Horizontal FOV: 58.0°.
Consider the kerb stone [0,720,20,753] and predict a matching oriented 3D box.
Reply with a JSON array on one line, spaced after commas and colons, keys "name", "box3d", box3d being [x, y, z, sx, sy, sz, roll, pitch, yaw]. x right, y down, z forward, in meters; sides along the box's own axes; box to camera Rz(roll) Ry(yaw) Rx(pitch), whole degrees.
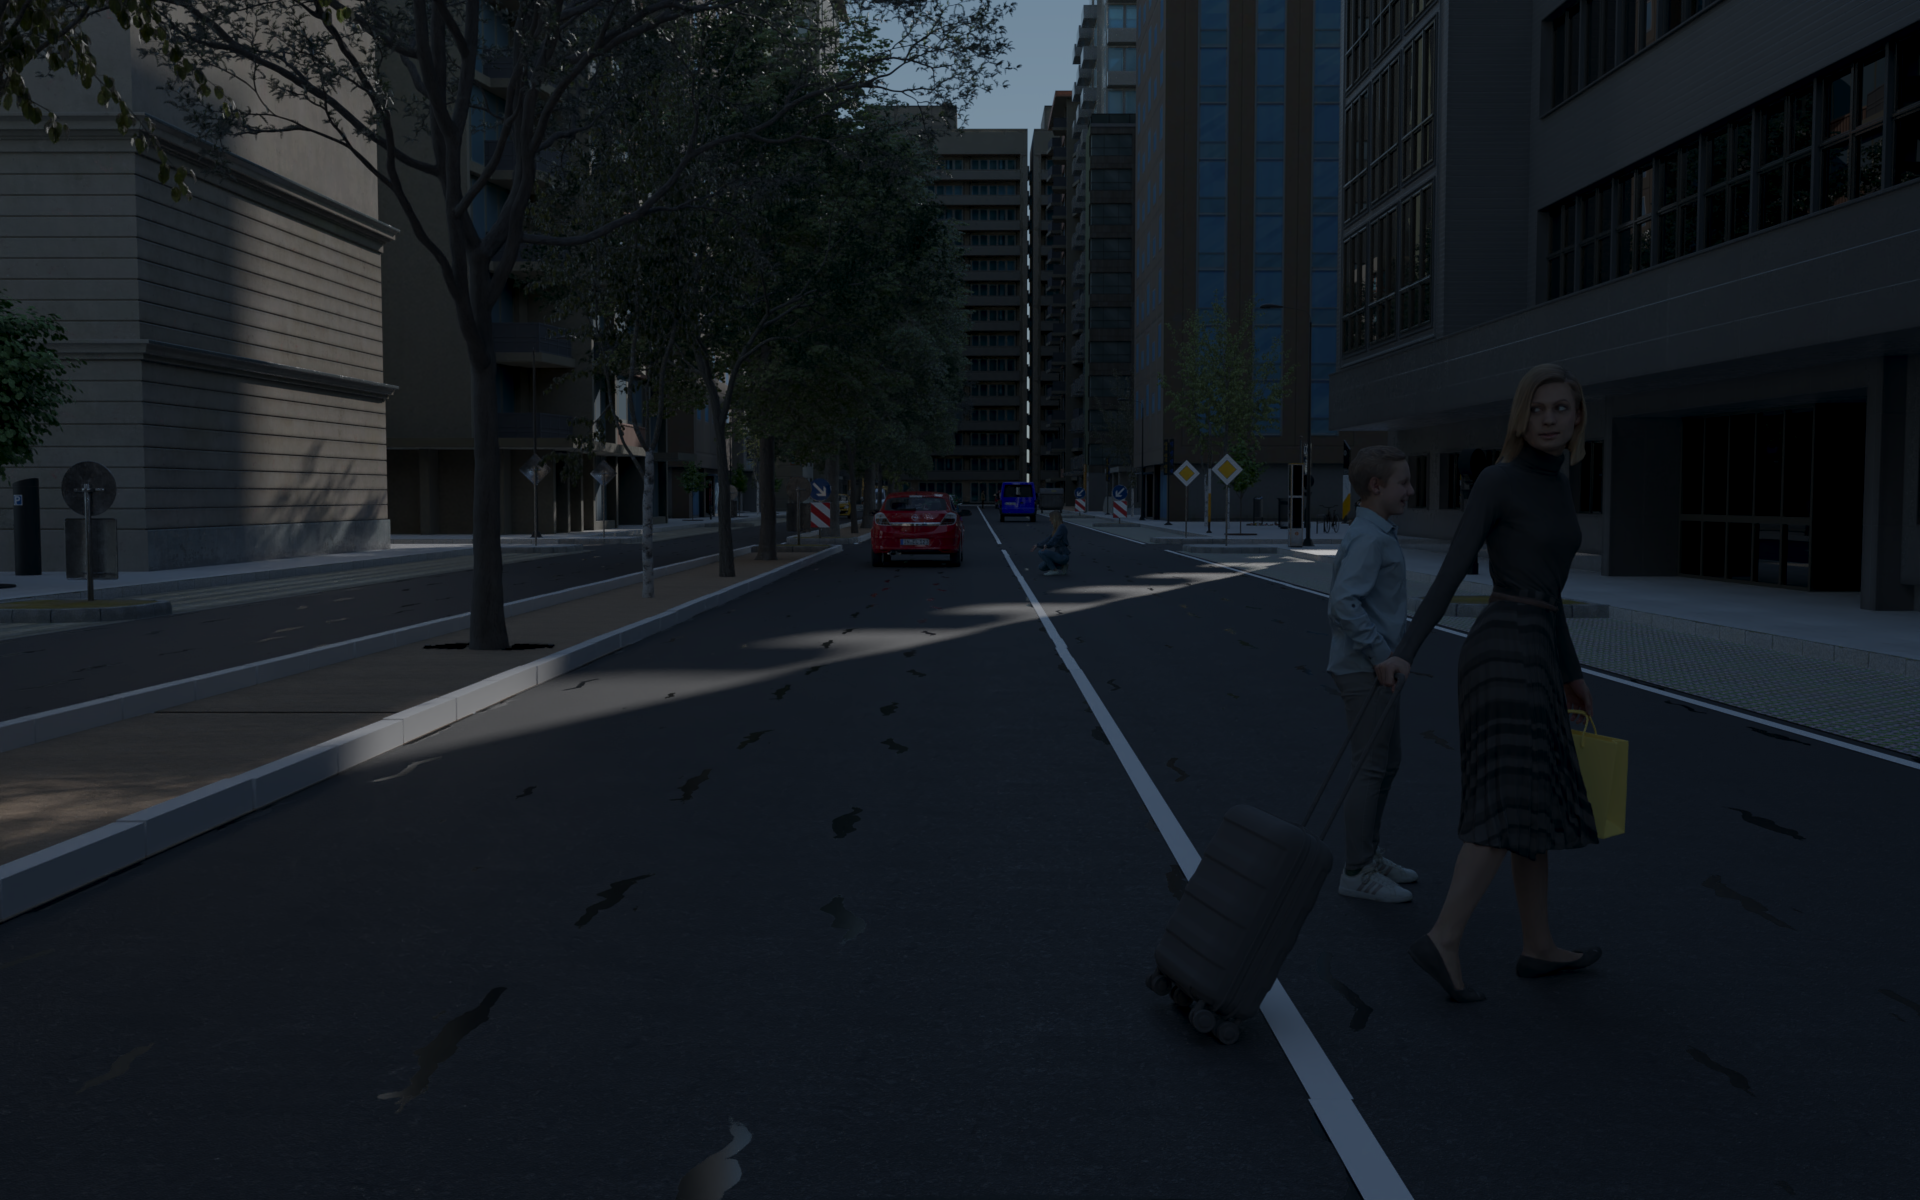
[{"name": "kerb stone", "box3d": [-5.337, 0.784, 9.371, 0.120, 0.150, 1.000, 0, 4, 0]}]

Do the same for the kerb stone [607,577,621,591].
[{"name": "kerb stone", "box3d": [-5.242, -0.213, 25.769, 0.120, 0.150, 1.000, 0, 4, 0]}]

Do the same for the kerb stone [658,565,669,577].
[{"name": "kerb stone", "box3d": [-5.219, -0.470, 29.888, 0.120, 0.150, 1.000, 0, 4, 0]}]

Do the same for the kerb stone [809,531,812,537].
[{"name": "kerb stone", "box3d": [-5.061, -2.124, 57.059, 0.120, 0.150, 1.000, 0, 4, 0]}]

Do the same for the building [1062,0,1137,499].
[{"name": "building", "box3d": [21.673, -32.858, 156.834, 23.786, 49.044, 30.456, 0, 4, 0]}]

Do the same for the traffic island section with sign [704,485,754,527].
[{"name": "traffic island section with sign", "box3d": [-10.019, -4.092, 75.530, 1.989, 1.847, 2.006, 0, 4, 0]}]

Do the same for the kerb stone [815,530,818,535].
[{"name": "kerb stone", "box3d": [-5.047, -2.258, 59.115, 0.120, 0.150, 1.000, 0, 4, 0]}]

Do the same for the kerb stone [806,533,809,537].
[{"name": "kerb stone", "box3d": [-5.063, -2.070, 56.037, 0.120, 0.150, 1.000, 0, 4, 0]}]

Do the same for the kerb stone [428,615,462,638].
[{"name": "kerb stone", "box3d": [-5.288, 0.283, 17.573, 0.120, 0.150, 1.000, 0, 4, 0]}]

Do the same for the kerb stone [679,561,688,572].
[{"name": "kerb stone", "box3d": [-5.207, -0.596, 31.944, 0.120, 0.150, 1.000, 0, 4, 0]}]

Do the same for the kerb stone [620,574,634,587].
[{"name": "kerb stone", "box3d": [-5.240, -0.279, 26.805, 0.120, 0.150, 1.000, 0, 4, 0]}]

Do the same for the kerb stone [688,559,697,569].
[{"name": "kerb stone", "box3d": [-5.197, -0.656, 32.970, 0.120, 0.150, 1.000, 0, 4, 0]}]

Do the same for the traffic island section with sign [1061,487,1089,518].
[{"name": "traffic island section with sign", "box3d": [6.958, -5.749, 102.618, 1.989, 1.847, 2.006, 0, 4, 0]}]

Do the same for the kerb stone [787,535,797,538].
[{"name": "kerb stone", "box3d": [-5.083, -1.819, 51.943, 0.120, 0.150, 1.000, 0, 4, 0]}]

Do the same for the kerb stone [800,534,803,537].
[{"name": "kerb stone", "box3d": [-5.073, -1.944, 53.988, 0.120, 0.150, 1.000, 0, 4, 0]}]

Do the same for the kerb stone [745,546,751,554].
[{"name": "kerb stone", "box3d": [-5.158, -1.158, 41.166, 0.120, 0.150, 1.000, 0, 4, 0]}]

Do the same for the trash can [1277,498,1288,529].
[{"name": "trash can", "box3d": [11.989, -3.176, 63.586, 0.748, 1.137, 0.748, 0, 3, 0]}]

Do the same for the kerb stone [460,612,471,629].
[{"name": "kerb stone", "box3d": [-5.285, 0.224, 18.596, 0.120, 0.150, 1.000, 0, 4, 0]}]

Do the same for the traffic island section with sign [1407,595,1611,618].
[{"name": "traffic island section with sign", "box3d": [6.488, -0.746, 20.832, 1.989, 1.847, 2.006, 0, 4, 0]}]

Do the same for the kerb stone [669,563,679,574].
[{"name": "kerb stone", "box3d": [-5.206, -0.533, 30.915, 0.120, 0.150, 1.000, 0, 4, 0]}]

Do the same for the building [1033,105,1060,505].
[{"name": "building", "box3d": [19.425, -36.434, 219.399, 21.600, 48.544, 21.300, 0, 4, 0]}]

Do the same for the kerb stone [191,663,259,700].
[{"name": "kerb stone", "box3d": [-5.324, 0.598, 12.445, 0.120, 0.150, 1.000, 0, 4, 0]}]

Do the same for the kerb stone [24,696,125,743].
[{"name": "kerb stone", "box3d": [-5.334, 0.722, 10.393, 0.120, 0.150, 1.000, 0, 4, 0]}]

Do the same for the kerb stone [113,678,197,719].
[{"name": "kerb stone", "box3d": [-5.330, 0.659, 11.418, 0.120, 0.150, 1.000, 0, 4, 0]}]

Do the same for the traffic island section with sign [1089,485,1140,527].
[{"name": "traffic island section with sign", "box3d": [6.813, -4.100, 75.663, 1.989, 1.847, 2.006, 0, 4, 0]}]

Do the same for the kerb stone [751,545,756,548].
[{"name": "kerb stone", "box3d": [-5.150, -1.222, 42.193, 0.120, 0.150, 1.000, 0, 4, 0]}]

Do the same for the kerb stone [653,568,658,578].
[{"name": "kerb stone", "box3d": [-5.224, -0.405, 28.859, 0.120, 0.150, 1.000, 0, 4, 0]}]

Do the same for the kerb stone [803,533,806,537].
[{"name": "kerb stone", "box3d": [-5.072, -2.007, 55.010, 0.120, 0.150, 1.000, 0, 4, 0]}]

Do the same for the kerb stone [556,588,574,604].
[{"name": "kerb stone", "box3d": [-5.263, -0.026, 22.692, 0.120, 0.150, 1.000, 0, 4, 0]}]

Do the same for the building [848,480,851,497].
[{"name": "building", "box3d": [-25.272, -32.579, 224.546, 23.993, 40.220, 32.217, 0, 4, 0]}]

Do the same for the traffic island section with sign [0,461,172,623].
[{"name": "traffic island section with sign", "box3d": [-10.344, -0.698, 20.048, 1.989, 1.847, 2.006, 0, 4, 0]}]

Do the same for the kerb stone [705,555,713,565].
[{"name": "kerb stone", "box3d": [-5.190, -0.784, 35.019, 0.120, 0.150, 1.000, 0, 4, 0]}]

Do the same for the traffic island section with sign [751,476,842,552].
[{"name": "traffic island section with sign", "box3d": [-4.084, -2.141, 43.140, 2.006, 1.907, 1.989, 0, 4, 0]}]

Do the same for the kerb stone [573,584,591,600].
[{"name": "kerb stone", "box3d": [-5.255, -0.093, 23.713, 0.120, 0.150, 1.000, 0, 4, 0]}]

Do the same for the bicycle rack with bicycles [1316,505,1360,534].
[{"name": "bicycle rack with bicycles", "box3d": [12.871, -2.652, 56.745, 2.852, 0.926, 2.925, 1, 4, 20]}]

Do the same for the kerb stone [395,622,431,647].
[{"name": "kerb stone", "box3d": [-5.293, 0.345, 16.551, 0.120, 0.150, 1.000, 0, 4, 0]}]

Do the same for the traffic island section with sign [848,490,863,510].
[{"name": "traffic island section with sign", "box3d": [-9.569, -8.856, 153.429, 1.989, 1.847, 2.006, 0, 4, 0]}]

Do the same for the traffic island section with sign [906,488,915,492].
[{"name": "traffic island section with sign", "box3d": [-3.598, -7.190, 125.685, 2.006, 1.907, 1.989, 0, 4, 0]}]

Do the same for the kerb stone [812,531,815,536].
[{"name": "kerb stone", "box3d": [-5.052, -2.196, 58.093, 0.120, 0.150, 1.000, 0, 4, 0]}]

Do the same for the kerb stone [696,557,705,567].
[{"name": "kerb stone", "box3d": [-5.194, -0.717, 33.992, 0.120, 0.150, 1.000, 0, 4, 0]}]

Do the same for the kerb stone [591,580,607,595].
[{"name": "kerb stone", "box3d": [-5.247, -0.152, 24.739, 0.120, 0.150, 1.000, 0, 4, 0]}]

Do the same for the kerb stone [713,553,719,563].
[{"name": "kerb stone", "box3d": [-5.183, -0.844, 36.048, 0.120, 0.150, 1.000, 0, 4, 0]}]

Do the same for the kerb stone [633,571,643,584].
[{"name": "kerb stone", "box3d": [-5.232, -0.343, 27.828, 0.120, 0.150, 1.000, 0, 4, 0]}]

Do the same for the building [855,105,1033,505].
[{"name": "building", "box3d": [-2.310, -36.438, 219.460, 21.600, 48.544, 21.300, 0, 4, 0]}]

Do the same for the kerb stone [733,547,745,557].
[{"name": "kerb stone", "box3d": [-5.158, -1.097, 40.136, 0.120, 0.150, 1.000, 0, 4, 0]}]

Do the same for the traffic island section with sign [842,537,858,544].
[{"name": "traffic island section with sign", "box3d": [-4.031, -2.594, 50.547, 2.006, 1.907, 1.989, 0, 4, 0]}]

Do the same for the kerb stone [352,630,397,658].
[{"name": "kerb stone", "box3d": [-5.302, 0.408, 15.530, 0.120, 0.150, 1.000, 0, 4, 0]}]

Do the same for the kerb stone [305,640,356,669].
[{"name": "kerb stone", "box3d": [-5.313, 0.472, 14.498, 0.120, 0.150, 1.000, 0, 4, 0]}]

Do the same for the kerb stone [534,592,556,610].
[{"name": "kerb stone", "box3d": [-5.268, 0.032, 21.666, 0.120, 0.150, 1.000, 0, 4, 0]}]

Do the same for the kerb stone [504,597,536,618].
[{"name": "kerb stone", "box3d": [-5.273, 0.095, 20.644, 0.120, 0.150, 1.000, 0, 4, 0]}]

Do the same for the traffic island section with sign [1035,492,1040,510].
[{"name": "traffic island section with sign", "box3d": [7.430, -10.486, 180.081, 1.989, 1.847, 2.006, 0, 4, 0]}]

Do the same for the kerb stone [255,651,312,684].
[{"name": "kerb stone", "box3d": [-5.316, 0.535, 13.477, 0.120, 0.150, 1.000, 0, 4, 0]}]

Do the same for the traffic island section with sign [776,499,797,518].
[{"name": "traffic island section with sign", "box3d": [-9.853, -5.756, 102.738, 1.989, 1.847, 2.006, 0, 4, 0]}]

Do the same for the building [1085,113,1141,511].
[{"name": "building", "box3d": [16.622, -22.204, 134.741, 14.160, 30.474, 14.107, 0, 4, 0]}]
